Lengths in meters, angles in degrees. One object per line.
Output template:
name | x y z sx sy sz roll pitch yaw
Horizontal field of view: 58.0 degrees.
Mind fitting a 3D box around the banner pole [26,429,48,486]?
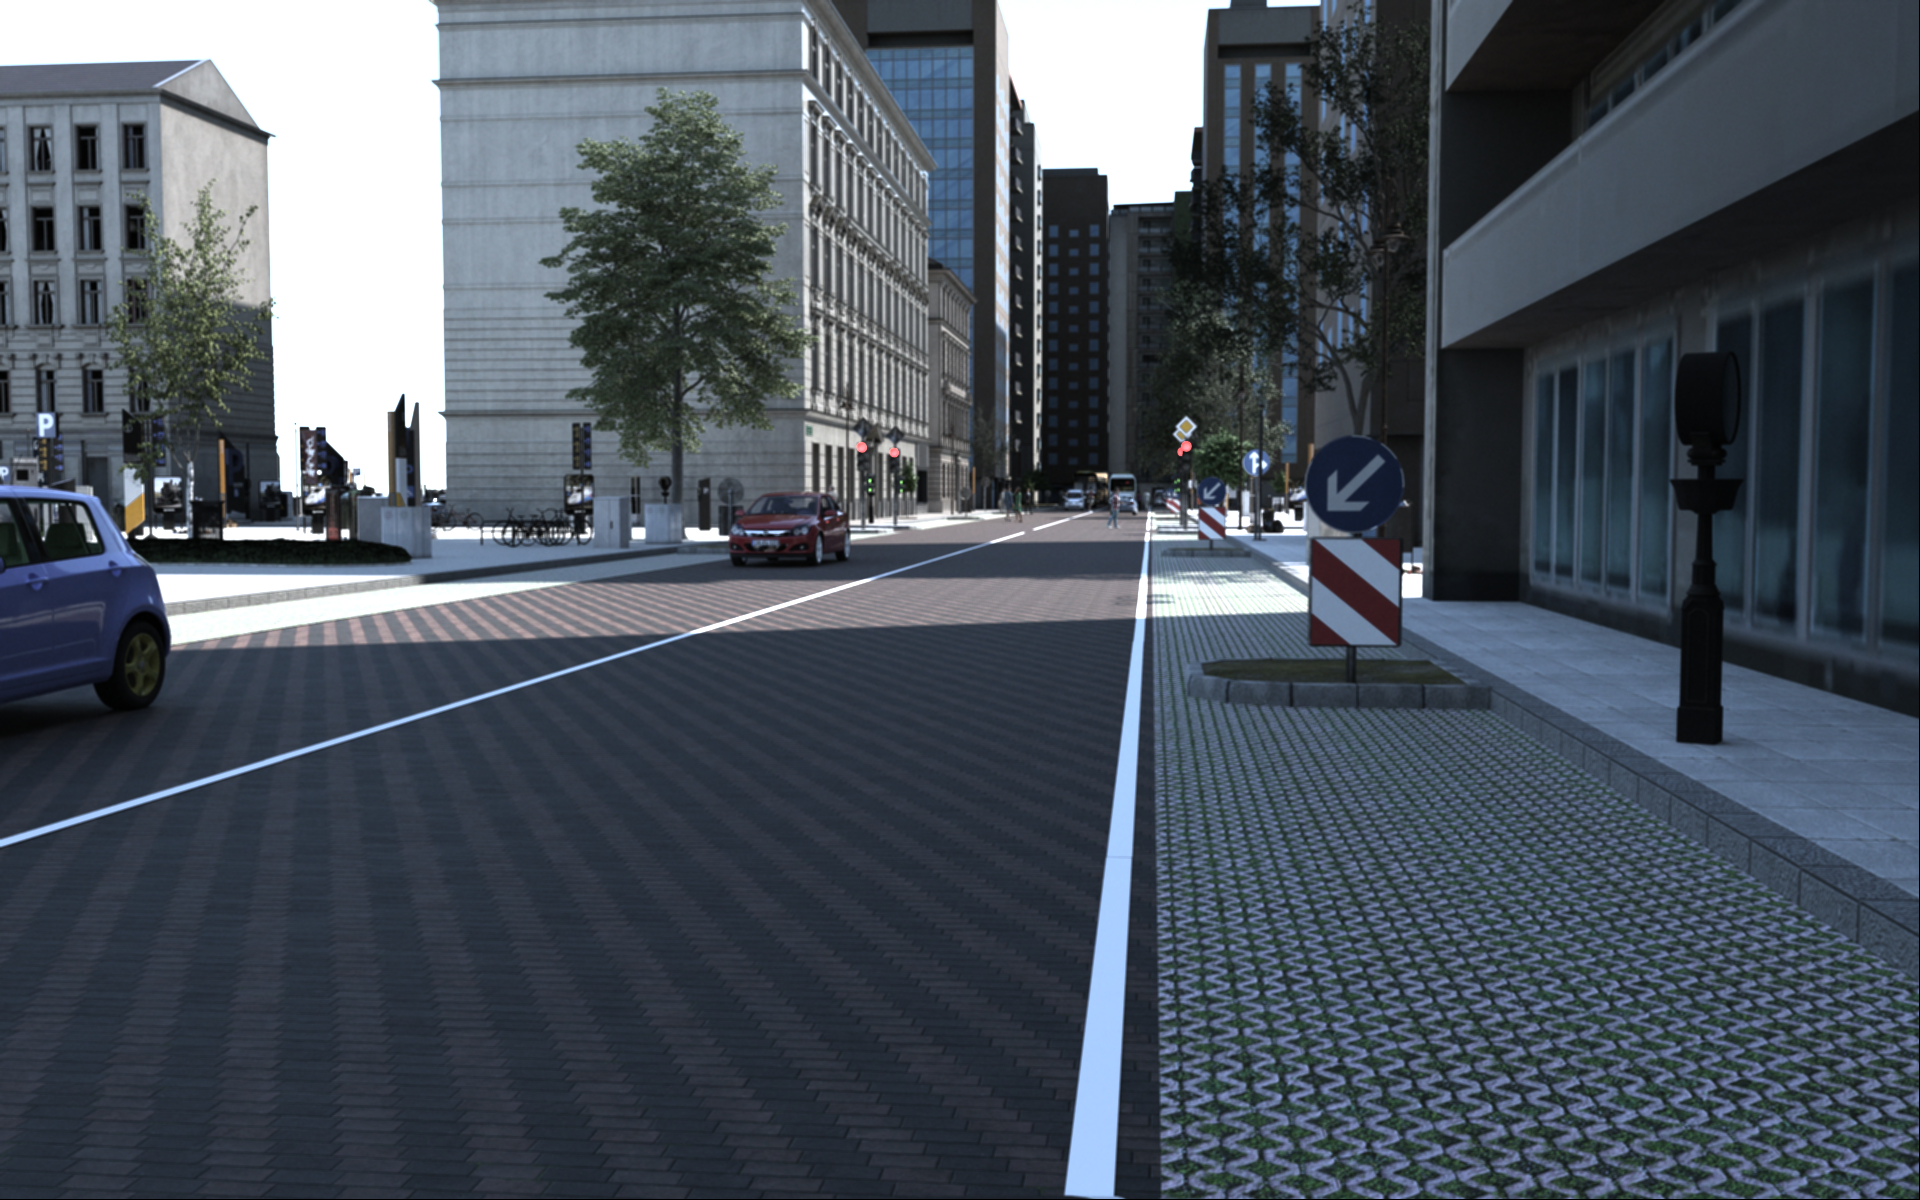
banner pole | -35.623 -4.695 66.774 0.863 3.779 0.401 -2 4 -30

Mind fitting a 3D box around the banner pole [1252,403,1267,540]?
banner pole | 8.367 -3.555 48.145 0.401 3.779 0.863 1 4 15

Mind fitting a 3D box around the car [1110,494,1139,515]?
car | 11.211 -6.503 118.330 2.014 1.417 4.499 0 4 8

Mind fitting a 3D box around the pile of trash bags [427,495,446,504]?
pile of trash bags | -34.135 -6.412 114.586 1.912 1.369 3.447 1 4 13

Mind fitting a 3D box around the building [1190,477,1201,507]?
building | 39.891 -29.603 175.897 32.217 40.220 23.993 0 4 6

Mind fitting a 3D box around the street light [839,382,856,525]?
street light | -4.659 -6.053 71.749 0.468 5.910 1.993 0 4 6

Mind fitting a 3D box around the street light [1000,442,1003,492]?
street light | 3.527 -10.570 145.610 0.468 5.910 1.993 0 4 6

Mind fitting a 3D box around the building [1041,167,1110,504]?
building | 13.138 -35.885 236.832 14.200 45.320 14.600 0 4 6

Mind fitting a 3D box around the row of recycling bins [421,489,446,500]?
row of recycling bins | -39.948 -7.603 131.425 3.534 1.692 1.069 3 5 42

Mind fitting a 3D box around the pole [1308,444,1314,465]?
pole | 14.234 -4.676 70.292 0.158 3.312 0.155 0 3 0

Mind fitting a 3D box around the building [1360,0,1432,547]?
building | 17.408 -24.235 46.349 14.600 45.320 14.200 0 4 6

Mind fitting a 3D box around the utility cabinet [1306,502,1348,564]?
utility cabinet | 6.757 -1.402 31.600 0.318 1.500 1.173 3 5 41

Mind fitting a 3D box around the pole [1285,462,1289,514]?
pole | 21.042 -7.194 111.458 0.158 3.312 0.155 0 3 0

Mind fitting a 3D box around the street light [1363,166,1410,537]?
street light | 6.080 -3.183 24.834 0.468 5.910 1.993 0 4 6

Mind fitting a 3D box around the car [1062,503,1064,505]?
car | 13.652 -12.779 218.533 1.945 1.707 3.694 0 4 5

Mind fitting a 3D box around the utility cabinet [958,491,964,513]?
utility cabinet | 0.054 -6.397 113.270 0.318 1.500 1.173 0 4 5

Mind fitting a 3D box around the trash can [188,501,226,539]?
trash can | -16.110 -1.556 37.090 0.748 1.137 0.748 0 3 0

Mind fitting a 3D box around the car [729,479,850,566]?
car | -3.491 -1.644 35.919 2.155 1.783 4.494 0 4 8

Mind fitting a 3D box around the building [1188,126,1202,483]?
building | 37.976 -33.527 202.792 22.147 44.769 28.867 0 4 6

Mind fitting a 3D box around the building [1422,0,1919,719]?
building | 15.198 -23.538 8.547 21.300 48.544 21.600 0 4 6

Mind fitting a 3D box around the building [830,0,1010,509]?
building | -3.075 -30.817 153.965 14.600 45.320 14.200 0 4 6

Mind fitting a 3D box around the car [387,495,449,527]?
car | -23.088 -3.570 70.367 4.499 1.417 2.014 1 4 8

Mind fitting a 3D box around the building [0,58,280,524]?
building | -42.480 -14.122 80.044 18.267 20.994 9.793 0 4 6

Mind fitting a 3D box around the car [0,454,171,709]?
car | -6.373 -0.045 10.330 1.945 1.707 3.694 0 4 4

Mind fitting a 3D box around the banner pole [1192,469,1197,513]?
banner pole | 15.915 -7.792 117.414 0.401 3.779 0.863 -1 4 -17

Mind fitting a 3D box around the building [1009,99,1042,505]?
building | -1.187 -35.911 210.850 21.600 48.544 21.300 0 4 6

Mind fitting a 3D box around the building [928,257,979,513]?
building | -4.858 -15.969 125.718 10.561 19.102 19.286 0 4 6

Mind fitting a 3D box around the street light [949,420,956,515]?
street light | -0.486 -8.309 108.637 0.468 5.910 1.993 0 4 6

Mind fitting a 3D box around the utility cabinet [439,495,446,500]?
utility cabinet | -32.626 -6.029 109.740 0.306 1.237 1.020 -3 5 -44

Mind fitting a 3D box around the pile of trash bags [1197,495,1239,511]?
pile of trash bags | 19.643 -7.447 131.516 3.447 1.369 1.912 1 4 17

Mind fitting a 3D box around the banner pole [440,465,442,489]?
banner pole | -43.795 -9.555 146.241 0.401 3.779 0.863 -1 4 -17

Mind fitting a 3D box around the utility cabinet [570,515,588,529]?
utility cabinet | -14.043 -3.218 63.774 0.306 1.237 1.020 -2 4 -34

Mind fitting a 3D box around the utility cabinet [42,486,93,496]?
utility cabinet | -24.035 -2.325 46.697 1.173 1.500 0.318 0 4 -6

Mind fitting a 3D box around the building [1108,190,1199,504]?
building | 27.238 -33.774 235.792 14.086 41.232 14.154 0 4 6

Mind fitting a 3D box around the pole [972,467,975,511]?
pole | 1.020 -8.341 130.220 0.158 3.312 0.155 0 3 0

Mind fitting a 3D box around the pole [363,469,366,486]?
pole | -47.997 -8.921 139.708 0.158 3.312 0.155 0 3 0

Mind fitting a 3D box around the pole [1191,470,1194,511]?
pole | 17.895 -8.540 133.477 0.158 3.312 0.155 0 3 0

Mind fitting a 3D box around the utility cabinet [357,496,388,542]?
utility cabinet | -15.325 -2.108 45.629 1.020 1.237 0.306 -2 4 -25

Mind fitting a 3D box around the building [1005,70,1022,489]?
building | -5.274 -31.896 176.123 22.147 44.769 28.867 0 4 6

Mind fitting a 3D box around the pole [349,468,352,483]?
pole | -47.773 -8.678 135.721 0.158 3.312 0.155 0 3 0

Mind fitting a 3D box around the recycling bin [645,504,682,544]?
recycling bin | -7.631 -1.958 44.562 0.722 1.027 0.722 1 4 20

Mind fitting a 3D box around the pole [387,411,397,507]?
pole | -13.921 -2.974 42.474 0.158 3.312 0.155 0 3 0

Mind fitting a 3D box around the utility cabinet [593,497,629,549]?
utility cabinet | -8.299 -1.835 41.166 1.020 1.237 0.306 3 5 40

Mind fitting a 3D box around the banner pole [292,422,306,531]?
banner pole | -22.939 -4.302 60.348 0.401 3.779 0.863 2 4 24

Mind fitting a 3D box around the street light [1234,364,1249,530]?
street light | 9.970 -5.423 61.458 0.468 5.910 1.993 0 4 6

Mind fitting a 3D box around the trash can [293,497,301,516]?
trash can | -38.848 -5.473 101.141 0.748 1.137 0.748 0 3 0

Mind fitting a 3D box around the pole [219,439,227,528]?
pole | -27.569 -4.336 64.744 0.158 3.312 0.155 0 3 0

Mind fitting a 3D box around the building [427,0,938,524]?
building | -12.020 -19.445 94.336 17.030 29.872 44.131 0 4 6

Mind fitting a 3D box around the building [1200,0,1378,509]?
building | 29.129 -31.043 157.657 14.600 45.320 14.200 0 4 6

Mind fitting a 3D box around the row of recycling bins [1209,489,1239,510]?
row of recycling bins | 20.894 -7.932 136.798 1.069 1.692 3.534 -3 5 -44

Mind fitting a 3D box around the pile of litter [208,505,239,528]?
pile of litter | -28.095 -3.196 66.215 1.176 0.858 1.719 1 4 12

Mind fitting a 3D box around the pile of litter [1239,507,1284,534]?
pile of litter | 9.883 -2.611 56.649 1.719 0.858 1.176 -1 4 -17

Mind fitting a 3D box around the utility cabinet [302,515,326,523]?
utility cabinet | -27.841 -4.030 74.569 1.173 1.500 0.318 2 4 32
